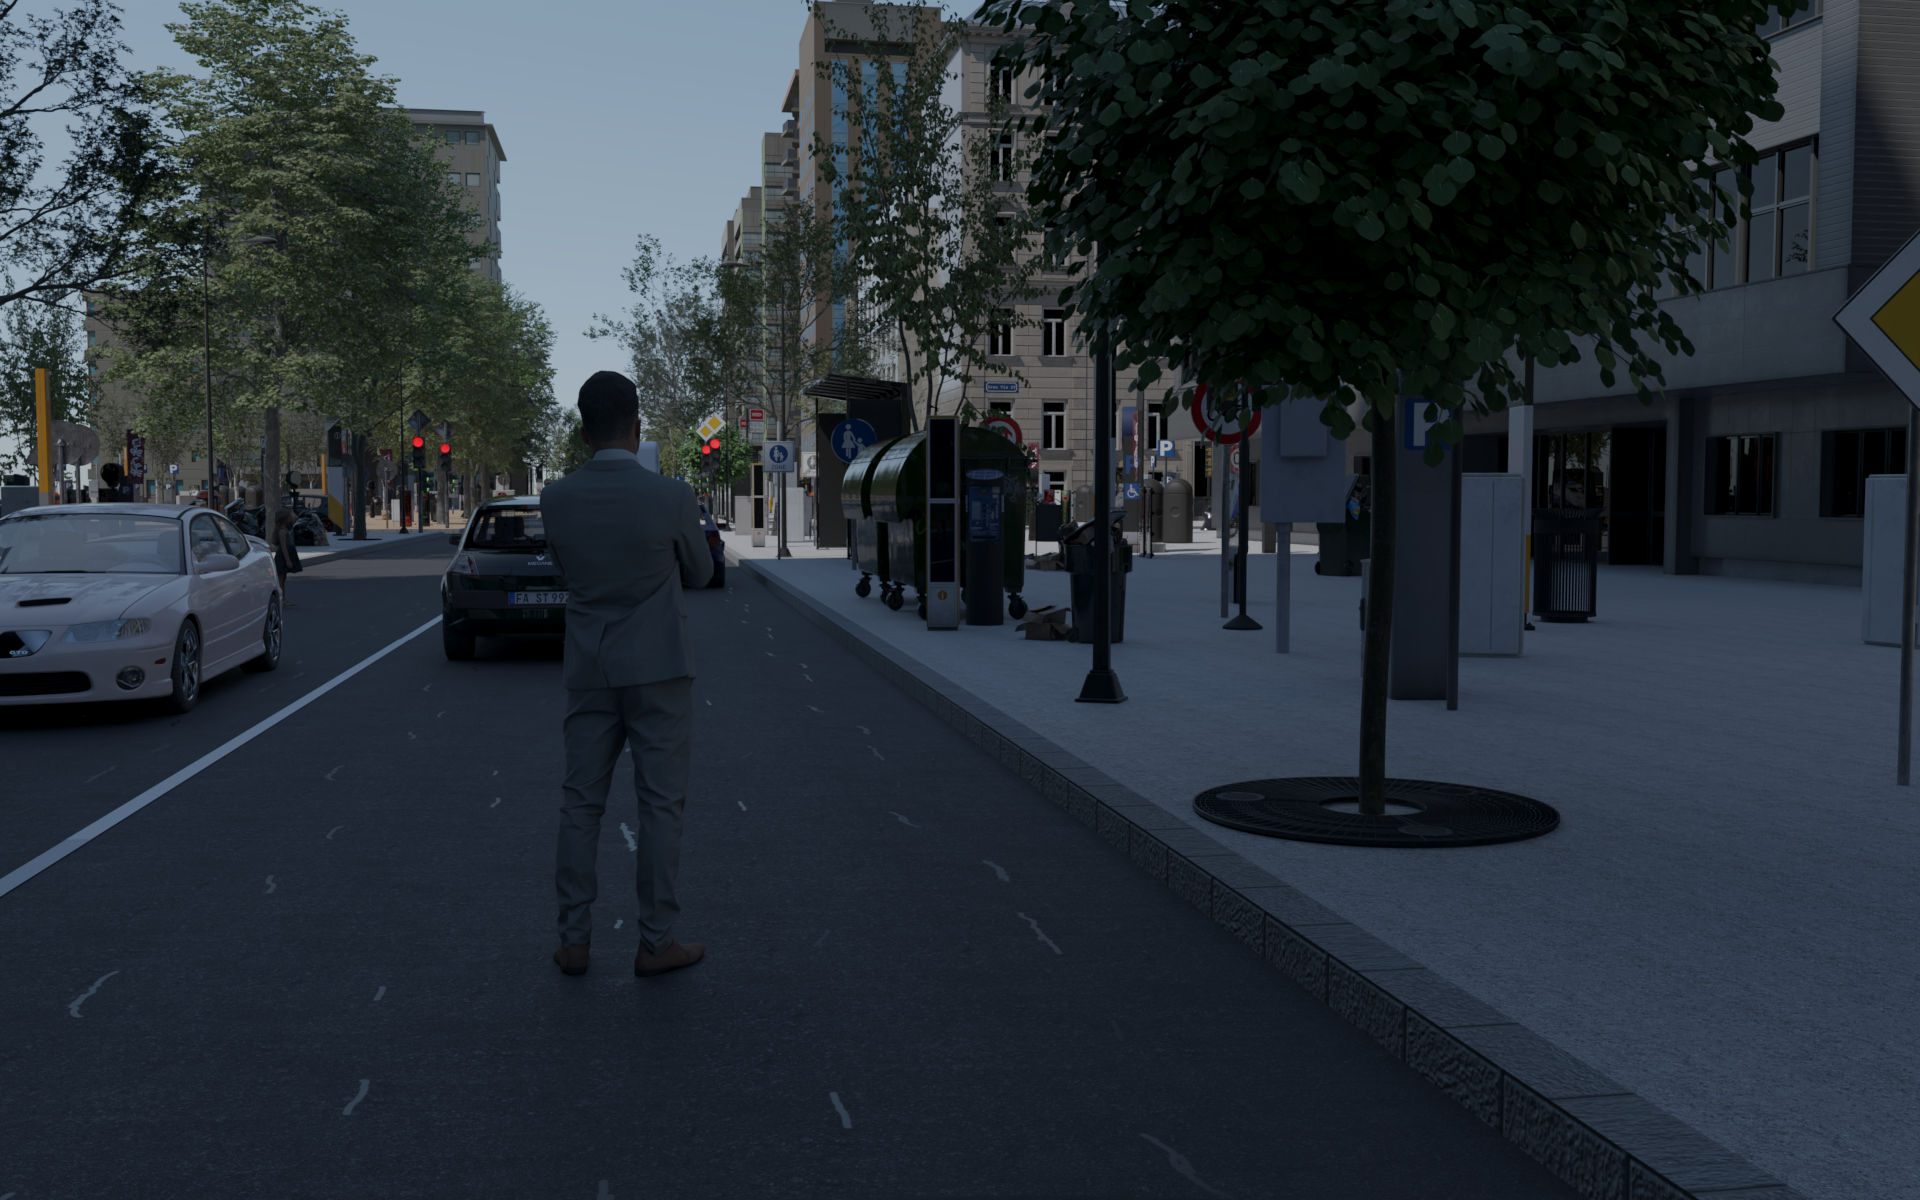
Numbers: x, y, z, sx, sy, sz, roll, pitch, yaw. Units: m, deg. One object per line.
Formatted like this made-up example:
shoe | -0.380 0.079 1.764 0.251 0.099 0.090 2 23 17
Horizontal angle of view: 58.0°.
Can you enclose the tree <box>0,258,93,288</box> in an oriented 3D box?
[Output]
tree | -28.071 -6.258 52.686 4.737 8.622 4.395 0 3 0

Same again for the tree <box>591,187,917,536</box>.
tree | -5.363 -7.233 52.674 7.601 10.594 8.767 2 4 27

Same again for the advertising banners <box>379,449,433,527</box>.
advertising banners | -21.629 -4.368 67.608 2.074 3.025 0.090 -3 5 -40

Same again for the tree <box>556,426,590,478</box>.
tree | -50.810 -18.199 231.964 7.601 10.594 8.767 -1 4 -11

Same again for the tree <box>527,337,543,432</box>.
tree | -24.962 -10.448 88.954 7.486 12.596 7.792 0 3 0

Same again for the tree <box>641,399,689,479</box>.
tree | -34.698 -17.641 206.563 7.486 12.596 7.792 0 3 0

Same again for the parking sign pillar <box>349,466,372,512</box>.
parking sign pillar | -41.894 -8.128 121.372 1.447 3.967 1.447 2 4 33

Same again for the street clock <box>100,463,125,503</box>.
street clock | -19.674 -2.183 40.255 0.471 2.002 0.358 0 4 2

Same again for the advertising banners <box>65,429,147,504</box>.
advertising banners | -22.812 -3.065 46.300 2.074 3.025 0.090 -2 4 -28

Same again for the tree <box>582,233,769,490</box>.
tree | -20.669 -16.577 126.928 12.611 20.169 13.585 0 3 0

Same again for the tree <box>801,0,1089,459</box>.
tree | -0.395 -4.520 24.268 4.737 8.622 4.395 0 3 0

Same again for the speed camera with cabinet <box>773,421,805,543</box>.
speed camera with cabinet | -4.595 -3.196 46.591 0.660 3.252 2.038 -1 4 -13

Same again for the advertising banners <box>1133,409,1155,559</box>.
advertising banners | 3.714 -2.385 35.178 0.090 3.025 2.074 0 4 -5

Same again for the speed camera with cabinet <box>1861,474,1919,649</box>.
speed camera with cabinet | 8.735 -1.251 14.789 2.038 3.252 0.660 -1 4 -20

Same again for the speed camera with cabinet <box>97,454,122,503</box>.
speed camera with cabinet | -40.727 -5.470 83.762 0.660 3.252 2.038 0 4 1

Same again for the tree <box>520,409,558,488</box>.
tree | -36.421 -12.142 148.881 4.360 8.622 3.978 0 3 0

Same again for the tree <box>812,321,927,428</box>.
tree | -3.632 -7.485 72.748 4.360 8.622 3.978 0 3 0

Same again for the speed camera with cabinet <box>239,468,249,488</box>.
speed camera with cabinet | -48.740 -7.570 118.103 0.660 3.252 2.038 -2 4 -25

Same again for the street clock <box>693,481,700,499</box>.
street clock | -12.409 -4.707 81.522 0.358 2.002 0.471 1 4 8

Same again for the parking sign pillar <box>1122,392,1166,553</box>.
parking sign pillar | 3.830 -3.040 38.172 1.447 3.967 1.447 0 4 8

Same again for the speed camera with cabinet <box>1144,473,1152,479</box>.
speed camera with cabinet | 7.881 -4.980 75.759 0.660 3.252 2.038 1 4 20

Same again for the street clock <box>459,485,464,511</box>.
street clock | -38.180 -7.840 132.754 0.358 2.002 0.471 2 4 28

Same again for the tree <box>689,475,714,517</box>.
tree | -14.212 -6.149 95.140 1.663 3.219 1.824 0 3 0

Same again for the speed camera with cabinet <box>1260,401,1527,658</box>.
speed camera with cabinet | 3.457 -1.196 13.894 2.038 3.252 0.660 1 4 11

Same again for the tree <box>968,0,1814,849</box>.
tree | 1.598 -1.410 6.775 4.285 4.588 4.351 0 3 0

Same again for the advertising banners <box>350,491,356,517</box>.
advertising banners | -34.805 -6.285 98.953 0.090 3.025 2.074 -2 4 -31

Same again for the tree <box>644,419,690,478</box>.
tree | -25.232 -12.316 151.729 4.737 8.622 4.395 0 3 0

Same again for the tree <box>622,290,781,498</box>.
tree | -15.783 -11.863 104.330 12.009 13.543 11.850 0 3 0

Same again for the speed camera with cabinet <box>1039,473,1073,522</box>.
speed camera with cabinet | 4.008 -4.971 75.611 0.660 3.252 2.038 -3 5 -45

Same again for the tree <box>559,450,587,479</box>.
tree | -59.615 -21.992 276.570 9.611 12.733 9.660 0 3 0

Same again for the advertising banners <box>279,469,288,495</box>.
advertising banners | -47.024 -7.597 120.397 0.090 3.025 2.074 0 4 -7

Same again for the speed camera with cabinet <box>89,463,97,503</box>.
speed camera with cabinet | -55.355 -7.135 110.986 0.660 3.252 2.038 -1 4 -17

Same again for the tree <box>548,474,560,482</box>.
tree | -36.219 -9.761 154.197 1.663 3.219 1.824 0 3 0

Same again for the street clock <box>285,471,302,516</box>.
street clock | -20.733 -3.021 53.958 0.358 2.002 0.471 2 4 28

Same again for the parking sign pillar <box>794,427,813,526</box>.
parking sign pillar | -6.563 -4.894 68.496 1.447 3.967 1.447 0 4 -4

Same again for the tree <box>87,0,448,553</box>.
tree | -14.722 -7.329 37.962 7.486 12.596 7.792 0 3 0

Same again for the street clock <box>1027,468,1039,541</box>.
street clock | 1.983 -2.618 47.372 0.358 2.002 0.471 -1 4 -12

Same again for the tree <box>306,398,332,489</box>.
tree | -40.008 -9.561 106.688 4.360 8.622 3.978 0 3 0

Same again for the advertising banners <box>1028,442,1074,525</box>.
advertising banners | 3.020 -3.790 58.152 0.090 3.025 2.074 -3 5 -44

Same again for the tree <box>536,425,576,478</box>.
tree | -41.624 -13.925 178.032 4.737 8.622 4.395 0 3 0

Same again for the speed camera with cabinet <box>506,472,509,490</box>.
speed camera with cabinet | -31.528 -7.732 120.759 0.660 3.252 2.038 0 4 -5

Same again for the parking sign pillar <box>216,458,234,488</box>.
parking sign pillar | -54.851 -8.628 129.543 1.447 3.967 1.447 3 5 44

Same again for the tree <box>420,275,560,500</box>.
tree | -27.350 -11.813 99.798 9.857 13.997 8.962 0 3 0

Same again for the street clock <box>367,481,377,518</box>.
street clock | -31.512 -5.398 92.832 0.471 2.002 0.358 -3 5 -44

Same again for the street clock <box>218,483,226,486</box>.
street clock | -47.979 -6.612 112.672 0.471 2.002 0.358 1 4 8

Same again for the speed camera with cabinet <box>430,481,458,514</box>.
speed camera with cabinet | -33.150 -7.109 110.564 2.038 3.252 0.660 -2 4 -35

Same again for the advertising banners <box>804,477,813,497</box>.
advertising banners | -8.635 -6.238 98.173 0.090 3.025 2.074 1 4 17

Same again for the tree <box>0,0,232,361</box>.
tree | -13.579 -5.427 23.151 7.601 10.594 8.767 -1 4 -23

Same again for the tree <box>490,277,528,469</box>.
tree | -22.212 -9.436 72.413 7.486 12.596 7.792 0 3 0
